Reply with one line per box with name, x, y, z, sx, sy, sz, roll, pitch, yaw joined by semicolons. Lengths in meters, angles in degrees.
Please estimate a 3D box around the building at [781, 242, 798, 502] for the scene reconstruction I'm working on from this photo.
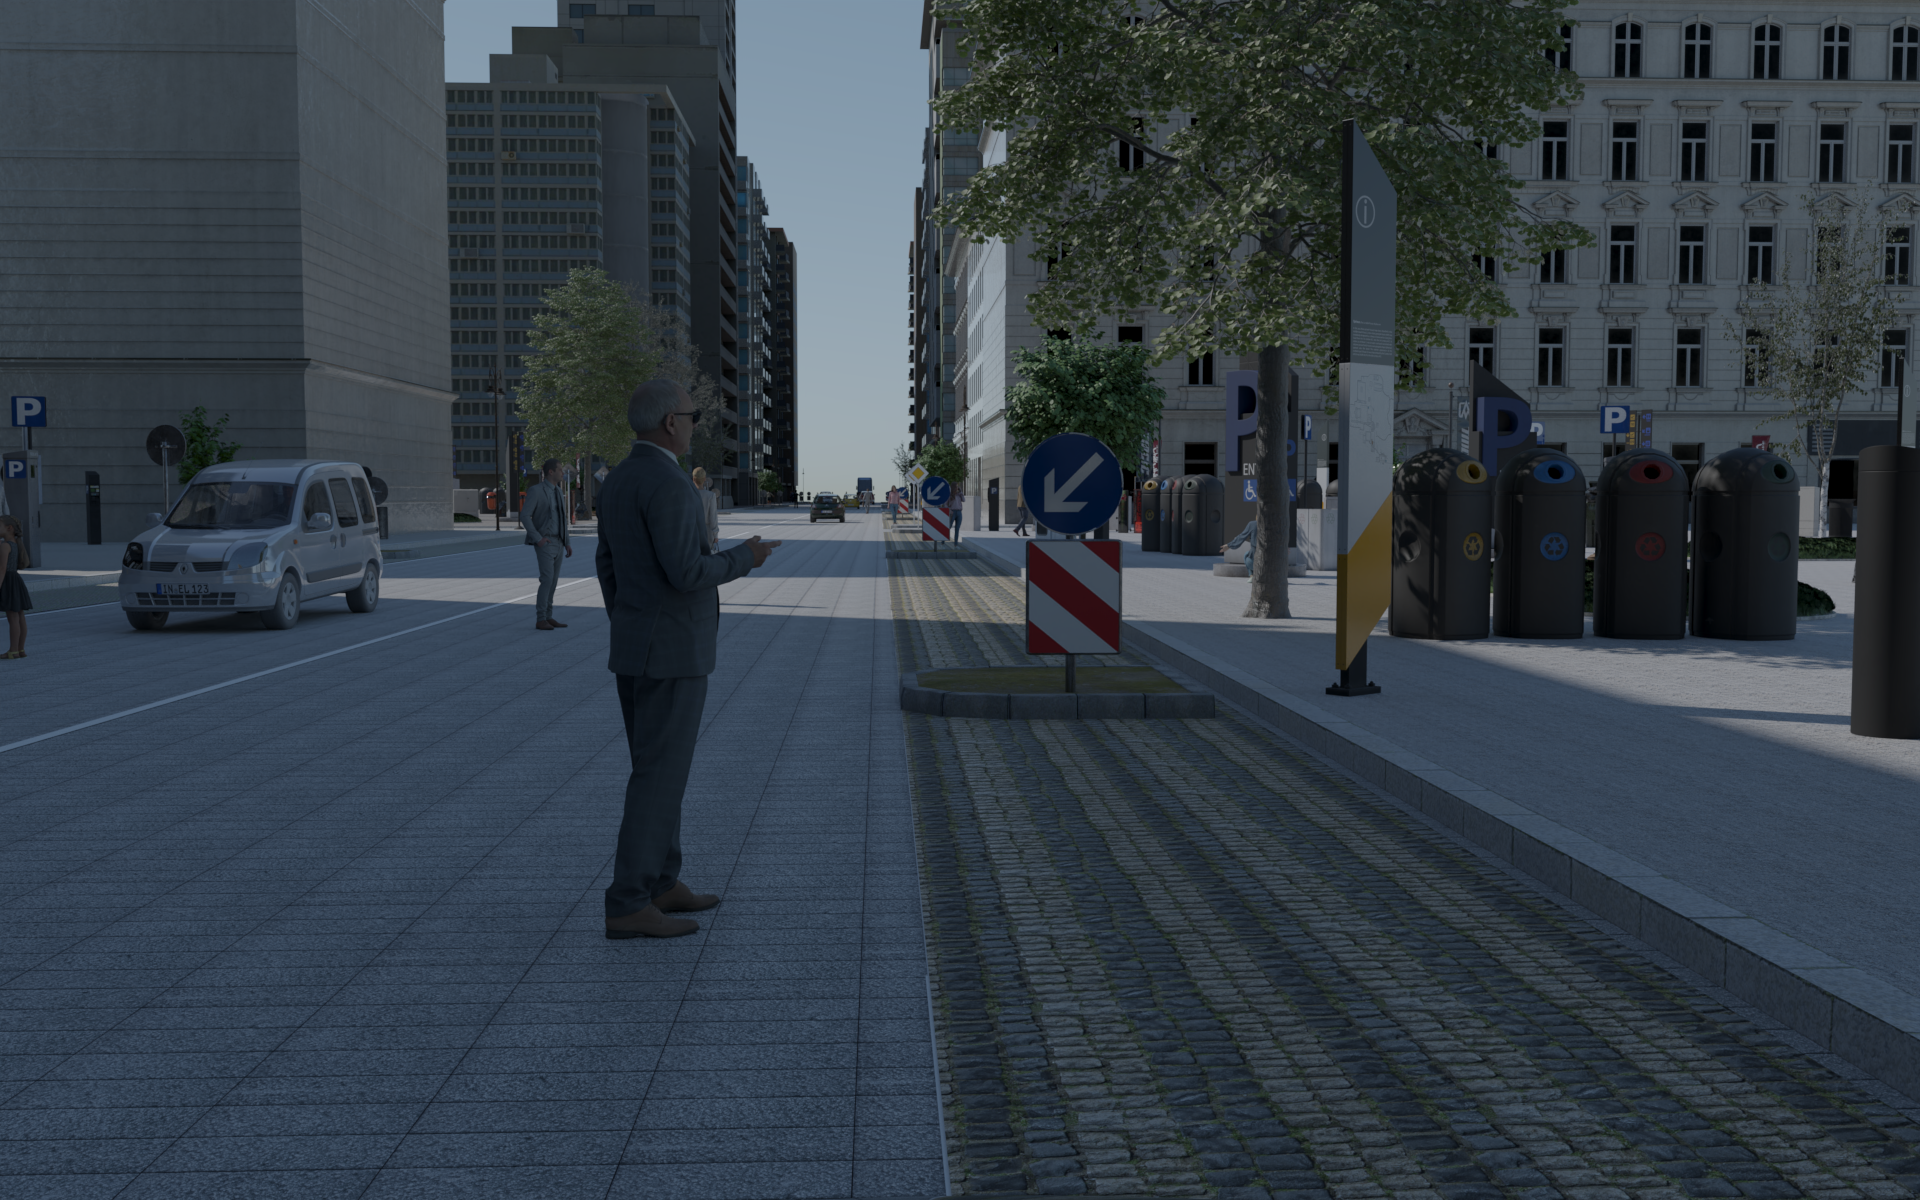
building;-35.096;-39.562;296.949;14.600;45.320;14.200;0;4;-3

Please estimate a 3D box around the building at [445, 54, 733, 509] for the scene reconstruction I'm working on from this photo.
building;-37.519;-28.471;157.389;32.217;40.220;23.993;0;4;-3

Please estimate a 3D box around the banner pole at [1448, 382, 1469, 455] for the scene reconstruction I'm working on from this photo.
banner pole;11.233;-2.995;38.987;0.863;3.779;0.401;-1;4;-15

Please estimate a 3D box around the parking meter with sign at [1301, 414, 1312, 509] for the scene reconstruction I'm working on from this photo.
parking meter with sign;6.874;-2.585;38.519;1.738;3.016;0.543;2;4;27

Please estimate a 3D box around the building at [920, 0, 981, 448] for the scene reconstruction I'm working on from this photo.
building;10.594;-35.954;177.080;28.713;52.752;27.495;0;4;-3

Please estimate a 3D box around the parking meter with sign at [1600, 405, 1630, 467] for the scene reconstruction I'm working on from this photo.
parking meter with sign;12.620;-2.271;33.395;0.543;3.016;1.738;1;4;19

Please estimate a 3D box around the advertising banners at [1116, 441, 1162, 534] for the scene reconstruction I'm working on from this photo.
advertising banners;5.813;-3.674;56.253;0.090;3.025;2.074;-3;4;-38

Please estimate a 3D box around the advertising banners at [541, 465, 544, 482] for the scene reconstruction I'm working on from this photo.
advertising banners;-25.252;-6.588;103.905;0.090;3.025;2.074;0;4;6

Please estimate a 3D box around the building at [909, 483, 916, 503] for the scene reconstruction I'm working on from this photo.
building;8.447;-35.096;265.703;32.217;40.220;23.993;0;4;-3

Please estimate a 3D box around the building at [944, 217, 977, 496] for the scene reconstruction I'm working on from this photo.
building;4.159;-16.881;126.919;10.553;20.767;40.483;0;4;-3

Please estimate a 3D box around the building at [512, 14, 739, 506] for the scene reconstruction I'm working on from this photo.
building;-34.763;-34.036;180.190;21.300;48.544;21.600;0;4;-3

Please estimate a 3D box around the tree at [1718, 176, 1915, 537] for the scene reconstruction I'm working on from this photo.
tree;20.373;-5.536;40.884;4.360;8.622;3.978;0;3;0

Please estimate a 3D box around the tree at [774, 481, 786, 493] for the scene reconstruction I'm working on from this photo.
tree;-24.700;-14.857;237.509;1.663;3.219;1.824;0;3;0

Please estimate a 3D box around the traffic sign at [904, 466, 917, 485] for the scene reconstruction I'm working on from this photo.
traffic sign;-1.888;-4.258;71.803;0.795;2.593;0.064;0;4;-3

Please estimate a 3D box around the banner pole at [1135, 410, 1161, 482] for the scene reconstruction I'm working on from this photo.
banner pole;4.754;-3.248;43.123;0.863;3.779;0.401;-1;4;-18

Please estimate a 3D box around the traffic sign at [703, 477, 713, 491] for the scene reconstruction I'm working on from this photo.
traffic sign;-19.187;-8.055;131.800;0.768;2.556;0.104;0;4;6

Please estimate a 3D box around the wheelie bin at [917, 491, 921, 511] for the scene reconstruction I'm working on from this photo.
wheelie bin;-2.794;-7.462;129.917;0.693;1.594;0.980;1;4;15

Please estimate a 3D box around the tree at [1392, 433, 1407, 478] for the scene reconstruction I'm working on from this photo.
tree;13.510;-3.650;54.281;1.663;3.219;1.824;0;3;0

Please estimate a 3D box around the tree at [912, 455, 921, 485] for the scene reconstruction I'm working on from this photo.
tree;-1.036;-7.009;98.312;4.285;4.588;4.351;0;3;0

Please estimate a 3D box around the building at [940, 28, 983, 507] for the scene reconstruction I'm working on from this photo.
building;5.173;-28.918;156.408;14.154;41.232;14.086;0;4;-3

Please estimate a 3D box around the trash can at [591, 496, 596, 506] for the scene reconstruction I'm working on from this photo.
trash can;-27.298;-7.230;129.858;0.748;1.137;0.748;0;3;0

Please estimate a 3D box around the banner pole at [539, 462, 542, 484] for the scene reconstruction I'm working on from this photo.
banner pole;-32.508;-8.820;134.229;0.401;3.779;0.863;0;4;-1

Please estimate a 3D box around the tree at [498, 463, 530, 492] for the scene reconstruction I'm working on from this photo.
tree;-23.613;-6.005;92.783;1.663;3.219;1.824;0;3;0

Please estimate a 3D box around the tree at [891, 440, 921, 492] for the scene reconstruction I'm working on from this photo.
tree;-7.292;-17.547;237.255;4.737;8.622;4.395;0;3;0

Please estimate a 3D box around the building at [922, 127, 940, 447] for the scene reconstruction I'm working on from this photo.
building;6.760;-35.910;206.742;23.786;49.044;30.456;0;4;-3

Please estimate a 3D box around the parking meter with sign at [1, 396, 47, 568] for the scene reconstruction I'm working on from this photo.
parking meter with sign;-16.346;-2.069;30.096;0.543;3.016;1.738;-1;4;-15

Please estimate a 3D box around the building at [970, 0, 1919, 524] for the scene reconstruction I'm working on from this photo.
building;22.935;-18.640;81.177;44.131;29.872;17.030;0;4;-3

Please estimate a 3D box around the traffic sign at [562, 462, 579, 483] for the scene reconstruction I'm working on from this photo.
traffic sign;-14.300;-3.735;63.257;0.795;2.593;0.064;0;4;-3

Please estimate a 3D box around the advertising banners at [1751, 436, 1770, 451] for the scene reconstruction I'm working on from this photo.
advertising banners;22.949;-3.381;51.469;2.074;3.025;0.090;1;4;9

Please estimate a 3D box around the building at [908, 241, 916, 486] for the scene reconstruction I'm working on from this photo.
building;2.348;-38.990;292.103;22.147;44.769;28.867;0;4;-3

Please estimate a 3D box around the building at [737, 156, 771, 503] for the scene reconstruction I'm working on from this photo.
building;-38.524;-38.263;245.211;23.786;49.044;30.456;0;4;-3

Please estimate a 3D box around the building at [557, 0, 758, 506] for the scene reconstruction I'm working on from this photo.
building;-34.207;-46.628;200.613;20.563;71.187;20.611;0;4;-3

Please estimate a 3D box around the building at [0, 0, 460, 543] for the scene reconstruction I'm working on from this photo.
building;-39.116;-16.860;52.077;44.131;29.872;17.030;0;4;-3

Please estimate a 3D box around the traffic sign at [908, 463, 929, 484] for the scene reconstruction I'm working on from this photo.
traffic sign;-1.518;-3.770;63.827;0.795;2.593;0.064;0;4;-3

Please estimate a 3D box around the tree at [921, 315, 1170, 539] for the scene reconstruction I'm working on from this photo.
tree;2.237;-2.934;31.683;4.285;4.588;4.351;0;3;0

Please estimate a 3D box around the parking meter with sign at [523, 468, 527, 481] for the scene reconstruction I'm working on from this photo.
parking meter with sign;-29.872;-7.391;117.096;0.543;3.016;1.738;1;4;11

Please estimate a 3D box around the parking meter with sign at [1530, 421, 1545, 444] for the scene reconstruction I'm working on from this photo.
parking meter with sign;13.459;-2.821;42.392;0.543;3.016;1.738;-2;4;-24

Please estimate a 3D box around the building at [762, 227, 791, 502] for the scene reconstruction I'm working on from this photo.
building;-38.461;-37.954;275.175;22.147;44.769;28.867;0;4;-3

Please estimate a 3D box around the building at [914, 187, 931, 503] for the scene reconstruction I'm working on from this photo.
building;0.504;-36.452;246.100;14.600;45.320;14.200;0;4;-3

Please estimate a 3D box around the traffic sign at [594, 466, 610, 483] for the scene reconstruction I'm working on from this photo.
traffic sign;-14.669;-4.223;71.234;0.795;2.593;0.064;0;4;-3

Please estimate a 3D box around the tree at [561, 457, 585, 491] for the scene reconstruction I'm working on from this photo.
tree;-32.490;-9.770;143.449;4.285;4.588;4.351;0;3;0

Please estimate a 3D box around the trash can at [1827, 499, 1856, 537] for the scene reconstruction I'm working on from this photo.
trash can;25.080;-2.303;49.314;0.748;1.137;0.748;0;3;0

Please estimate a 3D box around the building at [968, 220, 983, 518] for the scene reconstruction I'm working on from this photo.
building;6.060;-14.900;98.373;10.420;20.320;16.860;0;4;-3

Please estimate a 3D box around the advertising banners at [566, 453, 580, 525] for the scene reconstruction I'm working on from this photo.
advertising banners;-16.346;-4.700;73.040;0.090;3.025;2.074;0;4;7

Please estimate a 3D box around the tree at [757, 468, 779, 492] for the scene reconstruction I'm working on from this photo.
tree;-24.099;-14.191;215.735;4.285;4.588;4.351;0;3;0

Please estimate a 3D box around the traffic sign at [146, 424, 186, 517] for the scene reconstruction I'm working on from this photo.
traffic sign;-14.532;-1.933;31.706;0.768;2.556;0.104;0;4;5

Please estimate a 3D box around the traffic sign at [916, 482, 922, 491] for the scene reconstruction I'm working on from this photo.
traffic sign;-3.079;-8.224;134.566;0.768;2.556;0.104;0;4;-2
